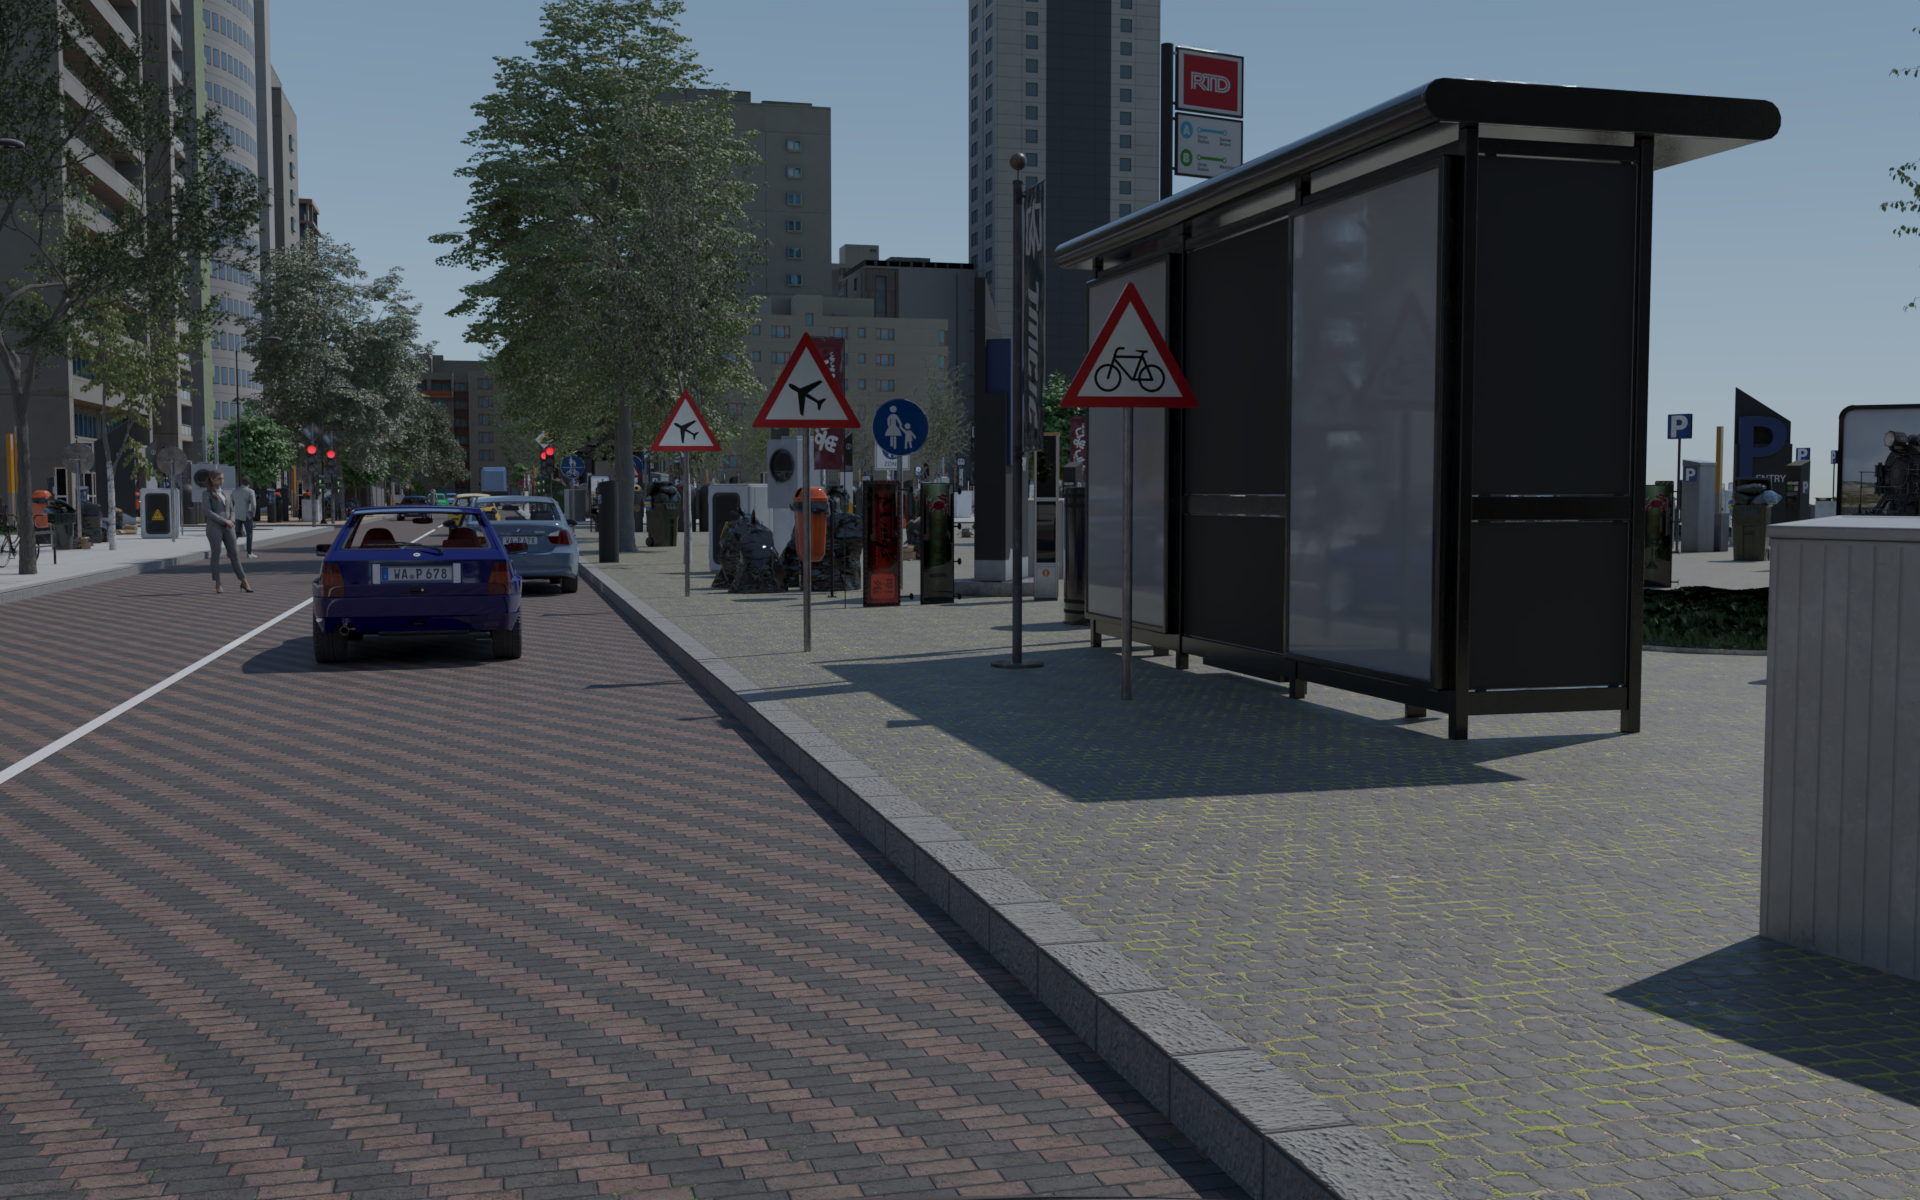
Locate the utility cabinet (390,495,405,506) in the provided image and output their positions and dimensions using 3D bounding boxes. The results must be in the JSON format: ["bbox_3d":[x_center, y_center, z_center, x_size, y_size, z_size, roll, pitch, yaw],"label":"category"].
[{"bbox_3d":[-41.686,-7.173,128.432,1.020,1.237,0.306,-1,4,-19],"label":"utility cabinet"}]

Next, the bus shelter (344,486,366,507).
[{"bbox_3d":[-41.759,-7.864,119.866,1.731,3.624,6.357,-1,4,-15],"label":"bus shelter"}]

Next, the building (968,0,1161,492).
[{"bbox_3d":[11.384,-47.477,214.505,20.611,71.187,20.563,-1,4,-15],"label":"building"}]

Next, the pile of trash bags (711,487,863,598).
[{"bbox_3d":[-2.174,-0.797,22.780,1.912,1.369,3.447,-1,4,-15],"label":"pile of trash bags"}]

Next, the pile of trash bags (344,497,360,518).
[{"bbox_3d":[-34.353,-5.188,94.583,3.447,1.369,1.912,1,4,11],"label":"pile of trash bags"}]

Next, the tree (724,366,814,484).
[{"bbox_3d":[-11.063,-9.178,100.418,4.737,8.622,4.395,0,3,0],"label":"tree"}]

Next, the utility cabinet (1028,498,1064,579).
[{"bbox_3d":[1.255,-0.932,26.405,1.020,1.237,0.306,3,5,43],"label":"utility cabinet"}]

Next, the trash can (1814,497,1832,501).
[{"bbox_3d":[36.659,-3.785,73.535,0.748,1.137,0.748,0,3,0],"label":"trash can"}]

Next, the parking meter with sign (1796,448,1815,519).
[{"bbox_3d":[33.395,-4.456,69.121,1.738,3.016,0.543,2,4,28],"label":"parking meter with sign"}]

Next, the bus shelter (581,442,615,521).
[{"bbox_3d":[-16.445,-5.456,80.494,1.731,3.624,6.357,-1,4,-15],"label":"bus shelter"}]

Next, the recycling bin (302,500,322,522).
[{"bbox_3d":[-29.636,-4.076,79.195,0.722,1.027,0.722,0,4,-7],"label":"recycling bin"}]

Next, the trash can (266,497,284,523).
[{"bbox_3d":[-30.727,-4.041,77.732,0.748,1.137,0.748,0,3,0],"label":"trash can"}]

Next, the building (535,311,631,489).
[{"bbox_3d":[-54.921,-29.418,252.686,14.107,30.474,14.160,-1,4,-15],"label":"building"}]

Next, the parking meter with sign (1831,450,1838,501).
[{"bbox_3d":[35.533,-4.432,68.726,1.738,3.016,0.543,0,4,7],"label":"parking meter with sign"}]

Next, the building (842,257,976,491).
[{"bbox_3d":[-6.505,-27.141,215.459,14.107,30.474,14.160,-1,4,-15],"label":"building"}]

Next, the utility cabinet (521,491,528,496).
[{"bbox_3d":[-36.128,-8.283,144.111,0.318,1.500,1.173,0,4,8],"label":"utility cabinet"}]

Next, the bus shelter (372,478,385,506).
[{"bbox_3d":[-45.413,-8.615,134.774,2.014,3.302,5.546,-1,4,-15],"label":"bus shelter"}]

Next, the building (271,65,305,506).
[{"bbox_3d":[-84.349,-34.588,189.221,21.600,48.544,21.300,-1,4,-15],"label":"building"}]

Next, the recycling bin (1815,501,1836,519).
[{"bbox_3d":[31.036,-3.024,61.994,0.722,1.027,0.722,2,4,32],"label":"recycling bin"}]

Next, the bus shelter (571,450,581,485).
[{"bbox_3d":[-20.187,-6.319,94.592,1.731,3.624,6.357,-1,4,-15],"label":"bus shelter"}]

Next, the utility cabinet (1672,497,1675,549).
[{"bbox_3d":[16.678,-1.839,41.237,0.306,1.237,1.020,0,4,3],"label":"utility cabinet"}]

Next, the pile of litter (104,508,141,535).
[{"bbox_3d":[-26.464,-2.482,54.549,1.719,0.858,1.176,-2,4,-29],"label":"pile of litter"}]

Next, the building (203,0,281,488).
[{"bbox_3d":[-73.953,-37.436,154.078,21.231,58.520,28.212,-1,4,-15],"label":"building"}]

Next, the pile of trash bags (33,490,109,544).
[{"bbox_3d":[-23.136,-2.128,44.541,1.912,1.369,3.447,-1,4,-12],"label":"pile of trash bags"}]

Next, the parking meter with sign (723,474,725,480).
[{"bbox_3d":[-20.901,-9.243,147.377,1.738,3.016,0.543,0,4,-2],"label":"parking meter with sign"}]

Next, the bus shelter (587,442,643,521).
[{"bbox_3d":[-13.300,-4.486,67.271,2.014,3.302,5.546,-1,4,-15],"label":"bus shelter"}]

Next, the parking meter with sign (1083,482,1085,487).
[{"bbox_3d":[7.128,-5.735,90.031,1.738,3.016,0.543,2,4,23],"label":"parking meter with sign"}]

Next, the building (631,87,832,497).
[{"bbox_3d":[-27.315,-35.541,204.789,21.300,48.544,21.600,-1,4,-15],"label":"building"}]

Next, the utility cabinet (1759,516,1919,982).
[{"bbox_3d":[2.636,0.402,4.587,0.306,1.237,1.020,-2,4,-23],"label":"utility cabinet"}]

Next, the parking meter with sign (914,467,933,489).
[{"bbox_3d":[-2.080,-6.928,109.527,1.738,3.016,0.543,3,5,44],"label":"parking meter with sign"}]

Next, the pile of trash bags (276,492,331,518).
[{"bbox_3d":[-34.578,-4.991,91.359,3.447,1.369,1.912,-1,4,-13],"label":"pile of trash bags"}]

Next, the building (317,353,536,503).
[{"bbox_3d":[-77.590,-25.044,254.504,28.899,21.520,27.650,-1,4,-15],"label":"building"}]

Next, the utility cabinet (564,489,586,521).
[{"bbox_3d":[-17.948,-4.411,80.792,0.318,1.500,1.173,2,4,27],"label":"utility cabinet"}]

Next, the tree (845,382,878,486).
[{"bbox_3d":[-6.423,-9.951,113.060,4.360,8.622,3.978,0,3,0],"label":"tree"}]

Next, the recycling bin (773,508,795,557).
[{"bbox_3d":[-3.362,-1.215,32.424,0.722,1.027,0.722,-3,4,-38],"label":"recycling bin"}]

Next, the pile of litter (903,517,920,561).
[{"bbox_3d":[-1.059,-1.223,33.955,1.176,0.858,1.719,-1,4,-10],"label":"pile of litter"}]

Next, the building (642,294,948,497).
[{"bbox_3d":[-18.266,-20.605,181.929,27.650,21.520,28.899,-1,4,-15],"label":"building"}]

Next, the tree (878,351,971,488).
[{"bbox_3d":[-1.447,-8.509,89.486,4.360,8.622,3.978,0,3,0],"label":"tree"}]

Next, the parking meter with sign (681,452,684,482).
[{"bbox_3d":[-10.901,-4.326,66.988,0.543,3.016,1.738,-1,4,-13],"label":"parking meter with sign"}]

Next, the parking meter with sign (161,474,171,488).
[{"bbox_3d":[-37.500,-5.242,81.968,0.543,3.016,1.738,-1,4,-20],"label":"parking meter with sign"}]

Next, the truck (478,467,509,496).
[{"bbox_3d":[-45.189,-10.925,168.384,2.967,4.110,18.799,-1,4,-16],"label":"truck"}]

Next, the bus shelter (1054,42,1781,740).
[{"bbox_3d":[2.239,-2.175,13.191,2.179,5.291,8.768,-1,4,-15],"label":"bus shelter"}]

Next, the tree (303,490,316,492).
[{"bbox_3d":[-46.124,-7.832,122.652,1.663,3.219,1.824,0,3,0],"label":"tree"}]

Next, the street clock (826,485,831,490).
[{"bbox_3d":[-10.892,-8.530,144.031,0.471,2.002,0.358,2,4,25],"label":"street clock"}]

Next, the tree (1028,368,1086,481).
[{"bbox_3d":[2.624,-3.765,45.272,4.285,4.588,4.351,0,3,0],"label":"tree"}]

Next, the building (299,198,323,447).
[{"bbox_3d":[-105.312,-36.035,243.792,28.867,44.769,22.147,-1,4,-15],"label":"building"}]

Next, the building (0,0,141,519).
[{"bbox_3d":[-56.387,-28.559,90.634,21.300,48.544,21.600,-1,4,-15],"label":"building"}]

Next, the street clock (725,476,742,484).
[{"bbox_3d":[-8.850,-3.898,68.297,0.358,2.002,0.471,3,4,36],"label":"street clock"}]

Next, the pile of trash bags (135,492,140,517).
[{"bbox_3d":[-45.466,-5.292,96.278,1.912,1.369,3.447,-1,4,-13],"label":"pile of trash bags"}]

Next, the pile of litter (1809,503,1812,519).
[{"bbox_3d":[39.745,-4.074,80.581,1.176,0.858,1.719,0,4,-6],"label":"pile of litter"}]

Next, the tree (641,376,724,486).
[{"bbox_3d":[-15.181,-8.699,92.597,4.737,8.622,4.395,0,3,0],"label":"tree"}]

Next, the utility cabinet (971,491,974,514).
[{"bbox_3d":[0.363,-6.298,111.650,1.173,1.500,0.318,0,4,0],"label":"utility cabinet"}]

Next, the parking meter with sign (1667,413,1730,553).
[{"bbox_3d":[16.302,-2.562,38.144,1.738,3.016,0.543,-2,4,-35],"label":"parking meter with sign"}]

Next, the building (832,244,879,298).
[{"bbox_3d":[-15.530,-35.518,272.595,23.993,40.220,32.217,-1,4,-15],"label":"building"}]

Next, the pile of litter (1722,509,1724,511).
[{"bbox_3d":[27.639,-3.039,63.650,1.176,0.858,1.719,-2,4,-27],"label":"pile of litter"}]

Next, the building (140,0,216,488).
[{"bbox_3d":[-61.119,-26.772,121.319,14.154,41.232,14.086,-1,4,-15],"label":"building"}]

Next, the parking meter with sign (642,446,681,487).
[{"bbox_3d":[-10.562,-3.961,61.023,0.543,3.016,1.738,1,4,16],"label":"parking meter with sign"}]

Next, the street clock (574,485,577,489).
[{"bbox_3d":[-31.511,-8.398,141.870,0.358,2.002,0.471,-2,4,-35],"label":"street clock"}]
